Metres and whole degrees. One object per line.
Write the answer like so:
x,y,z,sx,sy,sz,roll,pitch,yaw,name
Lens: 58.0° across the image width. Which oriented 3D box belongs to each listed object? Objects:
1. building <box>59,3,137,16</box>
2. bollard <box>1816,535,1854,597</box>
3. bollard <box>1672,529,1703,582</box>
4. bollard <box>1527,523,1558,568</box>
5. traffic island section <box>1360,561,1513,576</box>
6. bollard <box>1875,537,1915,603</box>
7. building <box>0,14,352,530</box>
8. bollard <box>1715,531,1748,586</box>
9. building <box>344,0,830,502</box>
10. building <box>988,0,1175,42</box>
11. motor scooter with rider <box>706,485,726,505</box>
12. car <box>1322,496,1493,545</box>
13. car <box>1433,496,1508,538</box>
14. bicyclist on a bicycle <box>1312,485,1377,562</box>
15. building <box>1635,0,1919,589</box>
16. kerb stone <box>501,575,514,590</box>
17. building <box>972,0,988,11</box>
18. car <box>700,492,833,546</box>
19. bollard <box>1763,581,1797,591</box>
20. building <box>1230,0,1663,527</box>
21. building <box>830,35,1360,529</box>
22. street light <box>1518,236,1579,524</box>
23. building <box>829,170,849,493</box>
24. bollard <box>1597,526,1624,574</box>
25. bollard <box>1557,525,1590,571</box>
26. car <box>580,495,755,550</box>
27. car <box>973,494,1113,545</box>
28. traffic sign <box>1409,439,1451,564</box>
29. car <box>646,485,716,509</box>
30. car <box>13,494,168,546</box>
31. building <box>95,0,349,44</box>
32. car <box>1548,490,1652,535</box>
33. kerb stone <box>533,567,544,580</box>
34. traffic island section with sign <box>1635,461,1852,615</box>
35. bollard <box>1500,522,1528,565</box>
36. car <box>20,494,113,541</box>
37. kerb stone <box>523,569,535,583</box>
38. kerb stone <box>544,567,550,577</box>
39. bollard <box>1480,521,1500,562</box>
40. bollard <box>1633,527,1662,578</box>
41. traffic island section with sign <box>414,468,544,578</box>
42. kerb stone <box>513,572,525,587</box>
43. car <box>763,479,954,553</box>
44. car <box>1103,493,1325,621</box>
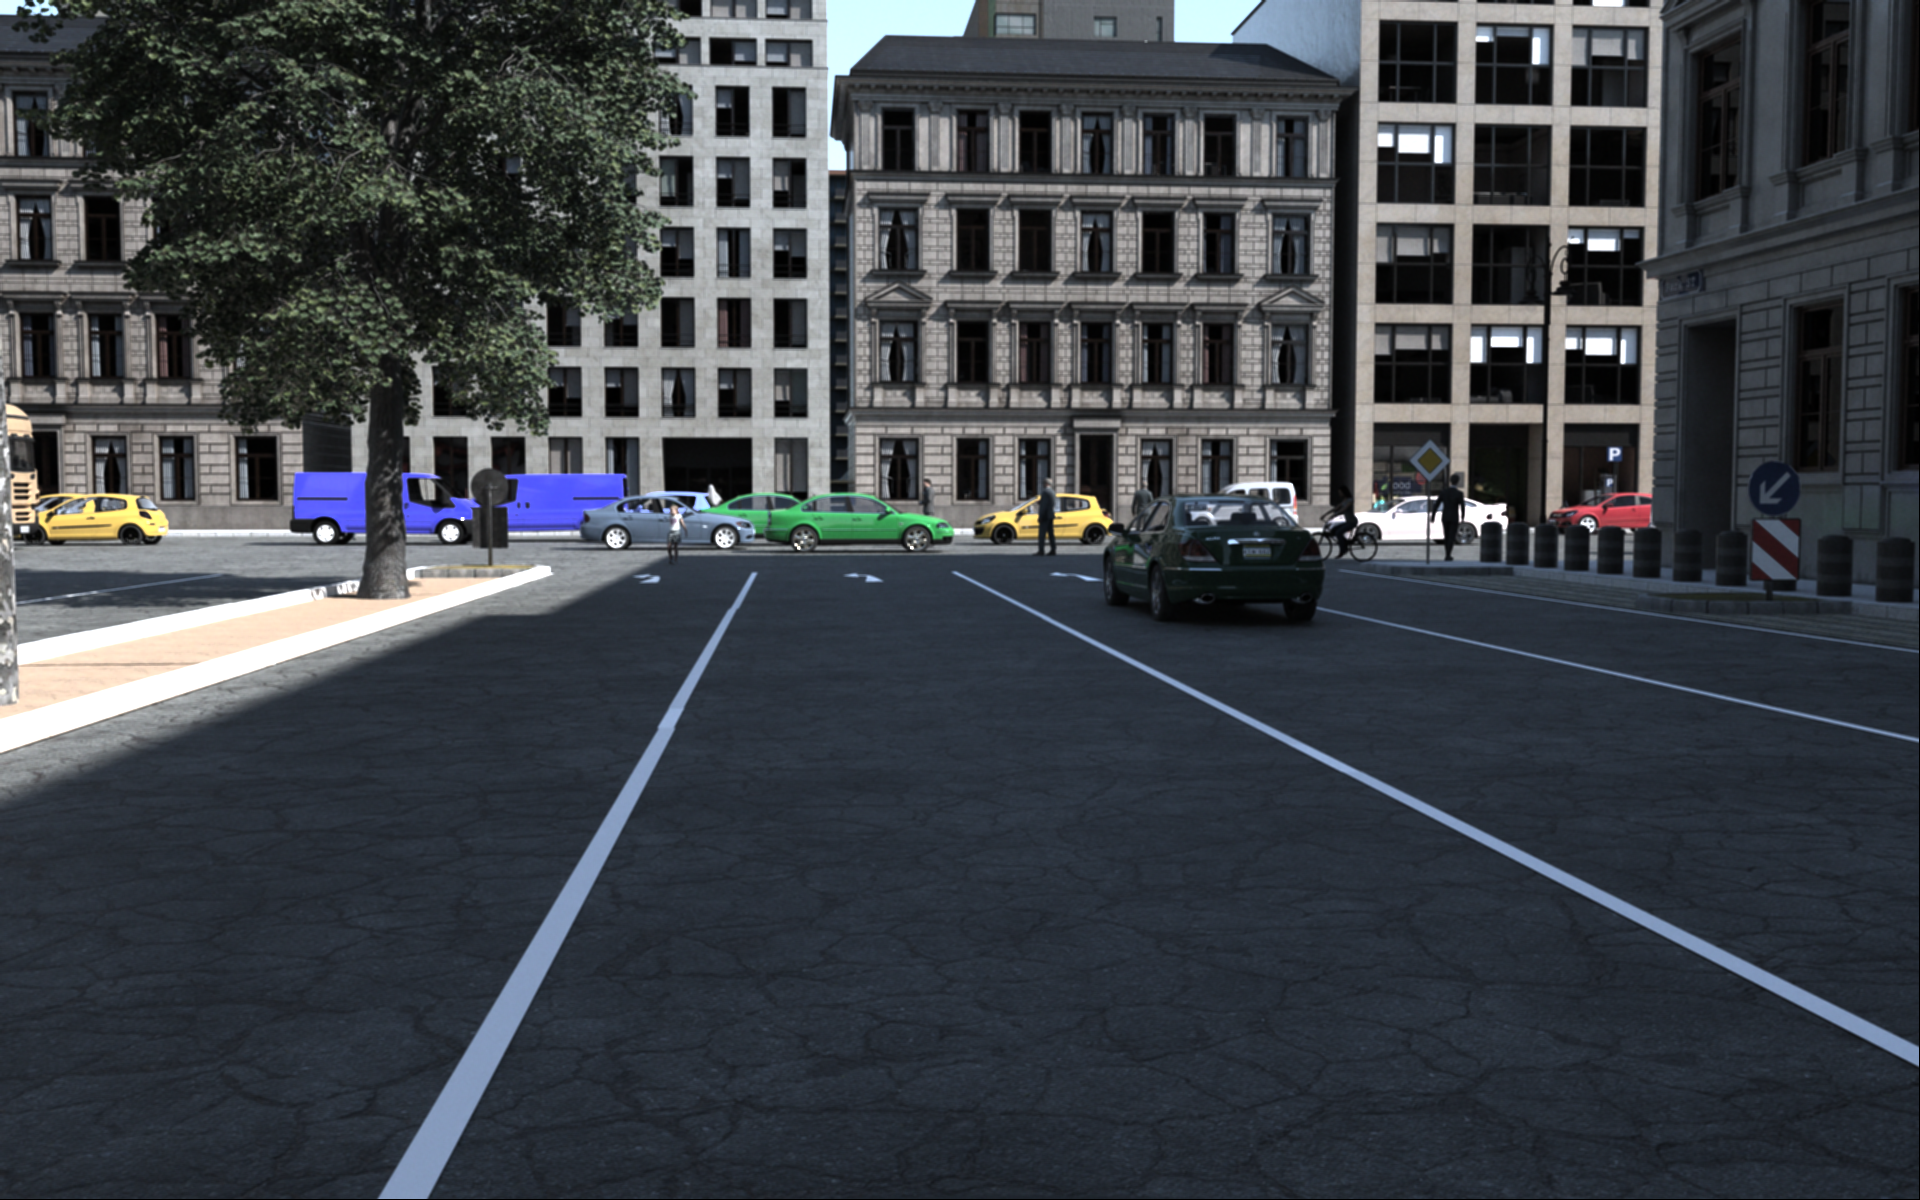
-73.572,-44.796,170.670,20.611,71.187,20.563,0,4,-5,building
11.038,-0.436,21.850,0.404,0.777,0.398,0,3,0,bollard
10.704,-0.658,25.470,0.404,0.777,0.398,0,3,0,bollard
10.250,-0.952,30.286,0.404,0.777,0.398,0,3,0,bollard
8.568,-0.574,31.663,2.009,0.180,2.903,0,4,-5,traffic island section
11.149,-0.363,20.645,0.404,0.777,0.398,0,3,0,bollard
-32.855,-12.270,65.238,19.286,19.102,10.561,0,4,-5,building
10.814,-0.584,24.268,0.404,0.777,0.398,0,3,0,bollard
-13.522,-12.947,66.432,16.860,20.320,10.420,0,4,-5,building
9.052,-27.918,140.049,14.154,41.232,14.086,0,4,-5,building
-7.923,-2.860,55.732,0.876,1.779,1.986,0,4,-5,motor scooter with rider
12.741,-2.260,49.320,4.827,1.381,2.083,0,4,-6,car
15.483,-2.717,56.787,4.827,1.381,2.083,0,4,-5,car
8.020,-1.617,36.456,1.625,1.676,1.499,0,4,-7,bicyclist on a bicycle
18.085,-11.278,20.551,11.583,22.565,21.152,0,4,-5,building
-6.894,-0.238,26.084,0.120,0.150,1.000,0,4,-5,kerb stone
7.770,-30.818,153.983,14.600,45.320,14.200,0,4,-5,building
-5.089,-2.438,48.653,4.718,1.807,1.959,0,4,-7,car
10.922,-0.510,23.050,0.404,0.777,0.398,0,3,0,bollard
30.813,-16.561,75.294,34.151,26.468,19.350,0,4,-5,building
4.628,-12.473,68.557,19.286,19.102,10.561,0,4,-5,building
10.596,-3.581,31.341,0.468,5.910,1.993,0,4,-5,street light
-11.332,-35.317,232.057,28.867,44.769,22.147,0,4,-5,building
10.477,-0.806,27.888,0.404,0.777,0.398,0,3,0,bollard
10.362,-0.879,29.090,0.404,0.777,0.398,0,3,0,bollard
-7.594,-2.022,45.066,4.499,1.417,2.014,0,4,-6,car
2.360,-2.393,49.353,3.980,1.641,2.015,0,4,-4,car
8.545,-1.709,31.584,0.795,2.450,0.064,0,4,-5,traffic sign
-8.815,-2.507,50.586,3.694,1.707,1.945,0,4,-7,car
-24.535,-2.360,48.809,3.980,1.641,2.015,0,4,-6,car
-46.704,-27.002,133.367,32.217,40.220,23.993,0,4,-5,building
23.234,-3.224,61.757,4.494,1.783,2.155,0,4,-6,car
-7.185,-0.425,29.151,0.120,0.150,1.000,0,4,-5,kerb stone
9.530,-0.782,21.414,1.989,1.847,2.006,0,4,-5,traffic island section with sign
10.138,-1.025,31.483,0.404,0.777,0.398,0,3,0,bollard
-28.102,-2.656,53.653,3.980,1.641,2.015,0,4,-4,car
-7.090,-0.363,28.127,0.120,0.150,1.000,0,4,-5,kerb stone
-7.276,-0.482,30.181,0.120,0.150,1.000,0,4,-5,kerb stone
10.028,-1.099,32.691,0.404,0.777,0.398,0,3,0,bollard
10.584,-0.731,26.677,0.404,0.777,0.398,0,3,0,bollard
-8.345,-1.358,30.335,2.006,1.907,1.989,0,4,-5,traffic island section with sign
-6.988,-0.300,27.106,0.120,0.150,1.000,0,4,-5,kerb stone
-2.496,-2.079,42.788,4.718,1.807,1.959,0,4,-5,car
2.957,-0.562,20.985,2.131,1.459,4.920,0,4,-6,car
